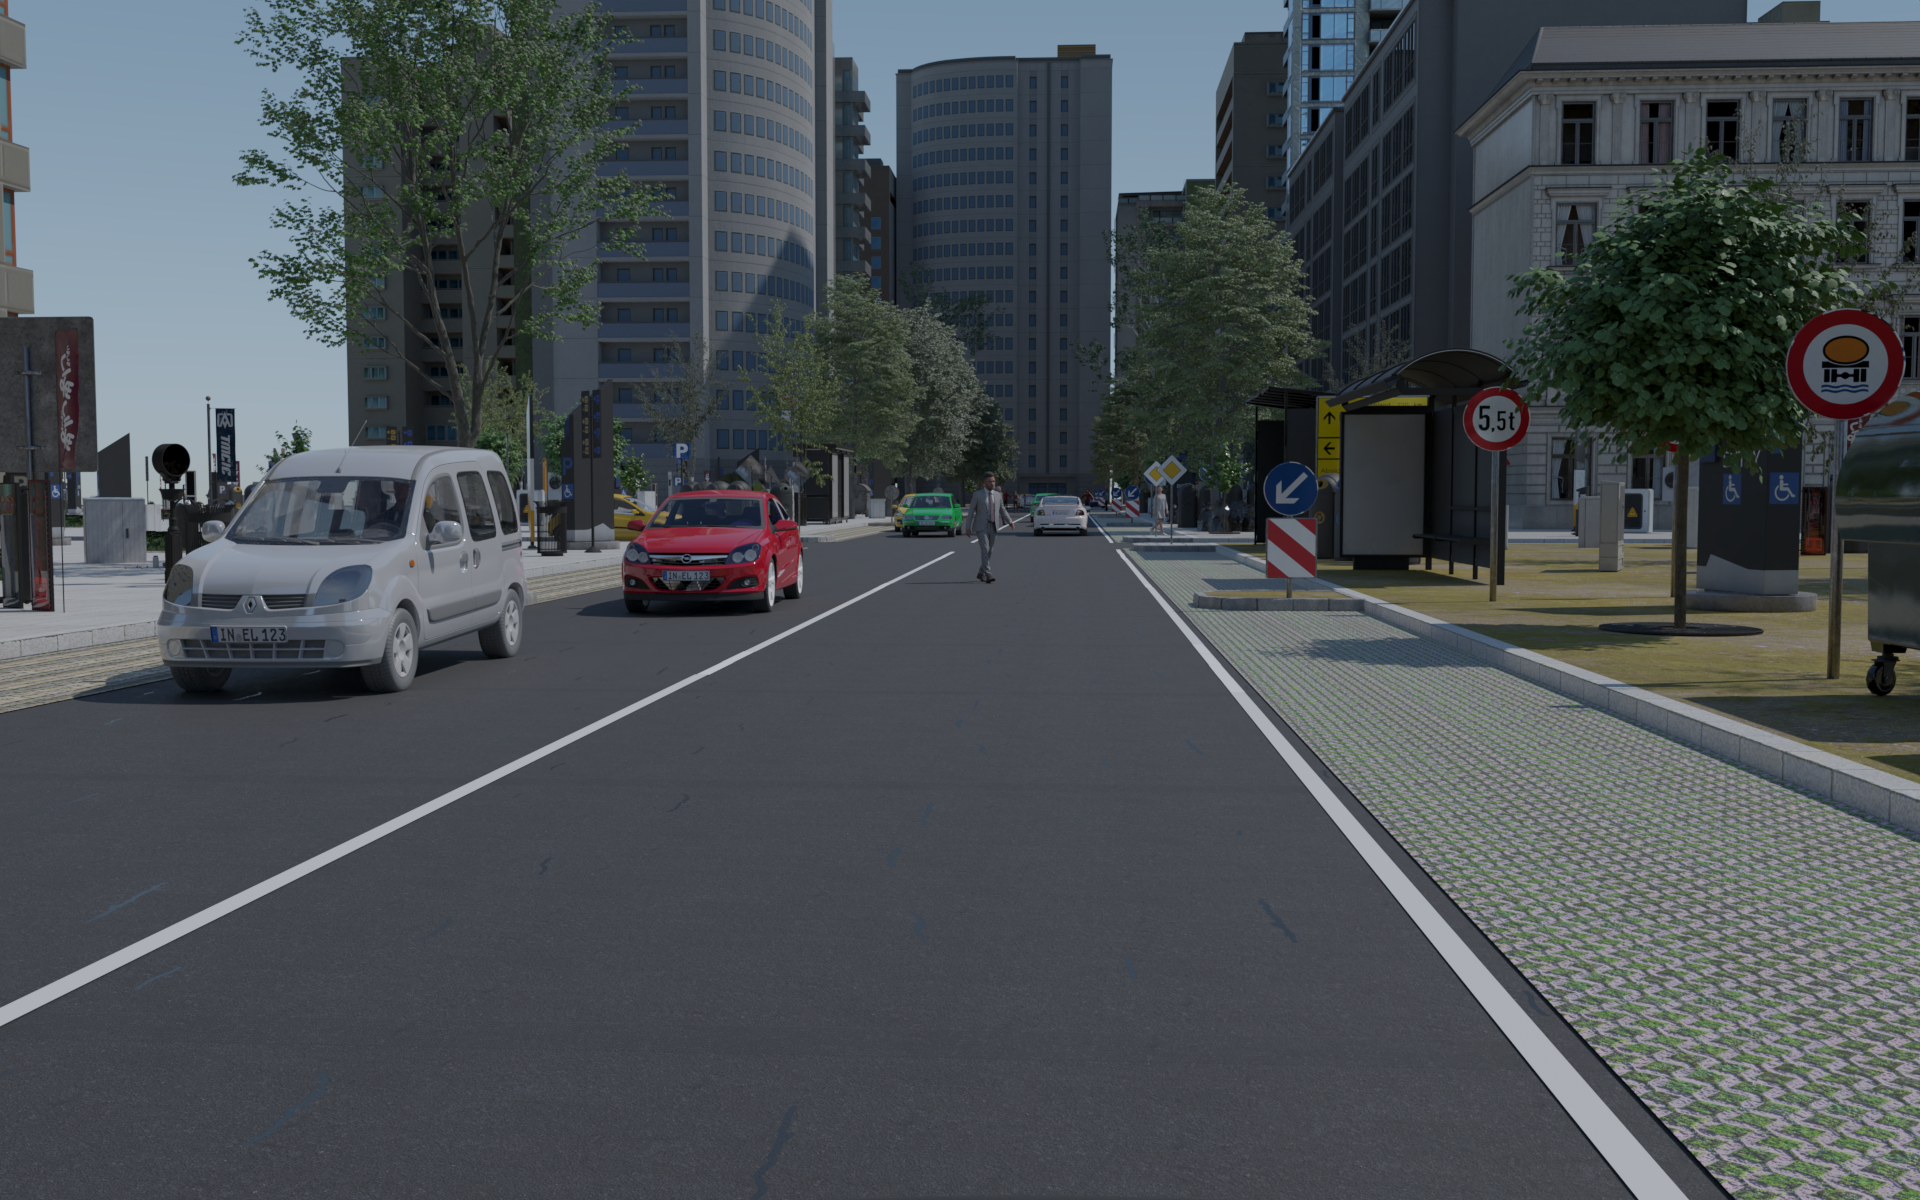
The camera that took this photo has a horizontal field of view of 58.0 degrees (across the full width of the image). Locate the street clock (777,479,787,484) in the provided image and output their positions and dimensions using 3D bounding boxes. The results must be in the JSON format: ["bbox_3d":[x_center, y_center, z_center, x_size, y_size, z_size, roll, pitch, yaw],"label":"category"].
[{"bbox_3d":[-8.598,-4.831,83.560,0.471,2.002,0.358,2,4,27],"label":"street clock"}]

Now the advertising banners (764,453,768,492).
[{"bbox_3d":[-8.085,-4.659,72.361,0.090,3.025,2.074,-1,4,-8],"label":"advertising banners"}]

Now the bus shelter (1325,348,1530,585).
[{"bbox_3d":[7.047,-2.008,26.755,2.014,3.302,5.546,0,4,4],"label":"bus shelter"}]

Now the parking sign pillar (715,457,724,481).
[{"bbox_3d":[-17.484,-8.402,125.844,1.447,3.967,1.447,-1,4,-17],"label":"parking sign pillar"}]

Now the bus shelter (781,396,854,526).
[{"bbox_3d":[-6.094,-5.856,73.379,2.179,5.291,8.768,0,4,4],"label":"bus shelter"}]

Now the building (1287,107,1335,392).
[{"bbox_3d":[29.779,-19.538,112.959,14.314,27.812,24.014,0,4,4],"label":"building"}]

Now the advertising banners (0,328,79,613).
[{"bbox_3d":[-10.081,-1.391,18.932,2.074,3.025,0.090,3,4,39],"label":"advertising banners"}]

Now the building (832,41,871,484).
[{"bbox_3d":[-25.014,-34.370,181.560,30.456,49.044,23.786,0,4,4],"label":"building"}]

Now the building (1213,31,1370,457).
[{"bbox_3d":[37.850,-33.957,178.900,21.300,48.544,21.600,0,4,4],"label":"building"}]

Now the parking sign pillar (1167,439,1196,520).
[{"bbox_3d":[10.889,-5.899,84.923,1.447,3.967,1.447,2,4,33],"label":"parking sign pillar"}]

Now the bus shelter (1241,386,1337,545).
[{"bbox_3d":[7.763,-3.027,40.769,1.731,3.624,6.357,0,4,4],"label":"bus shelter"}]

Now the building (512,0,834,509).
[{"bbox_3d":[-22.805,-36.752,142.896,21.231,58.520,28.212,0,4,4],"label":"building"}]

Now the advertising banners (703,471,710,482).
[{"bbox_3d":[-18.074,-8.128,129.075,2.074,3.025,0.090,0,4,-6],"label":"advertising banners"}]

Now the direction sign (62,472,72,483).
[{"bbox_3d":[-47.172,-6.072,91.278,0.379,3.537,0.876,1,4,20],"label":"direction sign"}]

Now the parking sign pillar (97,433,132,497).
[{"bbox_3d":[-36.995,-5.337,75.735,1.447,3.967,1.447,-3,4,-39],"label":"parking sign pillar"}]

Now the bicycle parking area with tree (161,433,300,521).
[{"bbox_3d":[-33.069,-5.850,82.653,9.016,4.147,8.231,-3,5,-42],"label":"bicycle parking area with tree"}]

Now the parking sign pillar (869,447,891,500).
[{"bbox_3d":[-4.550,-6.748,98.798,1.447,3.967,1.447,-3,5,-41],"label":"parking sign pillar"}]

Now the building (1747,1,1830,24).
[{"bbox_3d":[77.320,-33.802,176.362,21.600,48.544,21.300,0,4,4],"label":"building"}]

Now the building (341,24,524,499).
[{"bbox_3d":[-50.916,-34.291,184.363,21.600,48.544,21.300,0,4,4],"label":"building"}]

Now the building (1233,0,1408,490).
[{"bbox_3d":[36.937,-51.304,151.495,22.319,86.520,31.000,0,4,4],"label":"building"}]

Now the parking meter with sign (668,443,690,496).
[{"bbox_3d":[-9.730,-3.868,59.511,0.543,3.016,1.738,-1,4,-21],"label":"parking meter with sign"}]

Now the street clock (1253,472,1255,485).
[{"bbox_3d":[9.337,-3.019,53.932,0.358,2.002,0.471,-2,4,-28],"label":"street clock"}]

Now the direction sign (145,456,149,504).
[{"bbox_3d":[-48.565,-6.821,103.514,0.379,3.537,0.876,-2,4,-34],"label":"direction sign"}]

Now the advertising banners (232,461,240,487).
[{"bbox_3d":[-37.220,-5.792,90.892,2.074,3.025,0.090,-1,4,-11],"label":"advertising banners"}]

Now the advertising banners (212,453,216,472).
[{"bbox_3d":[-32.062,-4.824,75.056,0.090,3.025,2.074,0,4,-7],"label":"advertising banners"}]

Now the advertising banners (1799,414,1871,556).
[{"bbox_3d":[17.800,-2.442,36.110,2.074,3.025,0.090,2,4,30],"label":"advertising banners"}]

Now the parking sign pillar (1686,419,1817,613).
[{"bbox_3d":[8.803,-1.886,19.302,1.447,3.967,1.447,-1,4,-9],"label":"parking sign pillar"}]

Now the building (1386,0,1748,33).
[{"bbox_3d":[28.394,-18.075,89.028,14.314,27.812,24.014,0,4,4],"label":"building"}]

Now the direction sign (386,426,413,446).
[{"bbox_3d":[-18.798,-4.048,58.178,0.876,3.537,0.379,-2,4,-30],"label":"direction sign"}]

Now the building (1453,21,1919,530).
[{"bbox_3d":[29.730,-12.335,66.297,19.286,19.102,10.561,0,4,4],"label":"building"}]

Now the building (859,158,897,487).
[{"bbox_3d":[-15.703,-35.489,230.350,14.200,45.320,14.600,0,4,4],"label":"building"}]

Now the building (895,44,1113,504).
[{"bbox_3d":[5.905,-42.165,231.392,28.212,58.520,21.231,0,4,4],"label":"building"}]

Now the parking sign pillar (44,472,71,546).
[{"bbox_3d":[-23.012,-3.345,43.156,1.447,3.967,1.447,1,4,23],"label":"parking sign pillar"}]

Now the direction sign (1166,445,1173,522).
[{"bbox_3d":[9.564,-5.309,78.794,0.379,3.537,0.876,1,4,20],"label":"direction sign"}]

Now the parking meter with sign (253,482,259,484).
[{"bbox_3d":[-43.492,-6.804,107.512,1.738,3.016,0.543,0,4,-5],"label":"parking meter with sign"}]

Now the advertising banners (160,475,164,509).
[{"bbox_3d":[-54.823,-7.522,119.168,0.090,3.025,2.074,-1,4,-11],"label":"advertising banners"}]

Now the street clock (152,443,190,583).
[{"bbox_3d":[-11.286,-1.239,24.825,0.358,2.002,0.471,2,4,28],"label":"street clock"}]

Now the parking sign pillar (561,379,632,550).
[{"bbox_3d":[-8.651,-3.166,40.233,1.447,3.967,1.447,2,4,32],"label":"parking sign pillar"}]

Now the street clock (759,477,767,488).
[{"bbox_3d":[-8.522,-4.294,74.772,0.358,2.002,0.471,1,4,11],"label":"street clock"}]

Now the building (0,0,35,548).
[{"bbox_3d":[-34.481,-10.866,22.694,28.899,21.520,27.650,0,4,4],"label":"building"}]

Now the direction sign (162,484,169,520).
[{"bbox_3d":[-39.883,-5.806,86.919,0.379,3.537,0.876,-1,4,-19],"label":"direction sign"}]

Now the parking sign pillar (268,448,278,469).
[{"bbox_3d":[-39.800,-6.866,100.727,1.447,3.967,1.447,-2,4,-35],"label":"parking sign pillar"}]

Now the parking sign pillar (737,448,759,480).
[{"bbox_3d":[-12.229,-6.822,100.018,1.447,3.967,1.447,0,4,-7],"label":"parking sign pillar"}]

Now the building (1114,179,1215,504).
[{"bbox_3d":[27.382,-33.253,227.283,14.086,41.232,14.154,0,4,4],"label":"building"}]

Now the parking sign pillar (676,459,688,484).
[{"bbox_3d":[-15.326,-6.544,95.465,1.447,3.967,1.447,-1,4,-18],"label":"parking sign pillar"}]

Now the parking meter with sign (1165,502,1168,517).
[{"bbox_3d":[12.162,-6.124,96.392,1.738,3.016,0.543,0,4,-6],"label":"parking meter with sign"}]

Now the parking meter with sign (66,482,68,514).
[{"bbox_3d":[-59.194,-7.210,114.145,1.738,3.016,0.543,2,4,26],"label":"parking meter with sign"}]
